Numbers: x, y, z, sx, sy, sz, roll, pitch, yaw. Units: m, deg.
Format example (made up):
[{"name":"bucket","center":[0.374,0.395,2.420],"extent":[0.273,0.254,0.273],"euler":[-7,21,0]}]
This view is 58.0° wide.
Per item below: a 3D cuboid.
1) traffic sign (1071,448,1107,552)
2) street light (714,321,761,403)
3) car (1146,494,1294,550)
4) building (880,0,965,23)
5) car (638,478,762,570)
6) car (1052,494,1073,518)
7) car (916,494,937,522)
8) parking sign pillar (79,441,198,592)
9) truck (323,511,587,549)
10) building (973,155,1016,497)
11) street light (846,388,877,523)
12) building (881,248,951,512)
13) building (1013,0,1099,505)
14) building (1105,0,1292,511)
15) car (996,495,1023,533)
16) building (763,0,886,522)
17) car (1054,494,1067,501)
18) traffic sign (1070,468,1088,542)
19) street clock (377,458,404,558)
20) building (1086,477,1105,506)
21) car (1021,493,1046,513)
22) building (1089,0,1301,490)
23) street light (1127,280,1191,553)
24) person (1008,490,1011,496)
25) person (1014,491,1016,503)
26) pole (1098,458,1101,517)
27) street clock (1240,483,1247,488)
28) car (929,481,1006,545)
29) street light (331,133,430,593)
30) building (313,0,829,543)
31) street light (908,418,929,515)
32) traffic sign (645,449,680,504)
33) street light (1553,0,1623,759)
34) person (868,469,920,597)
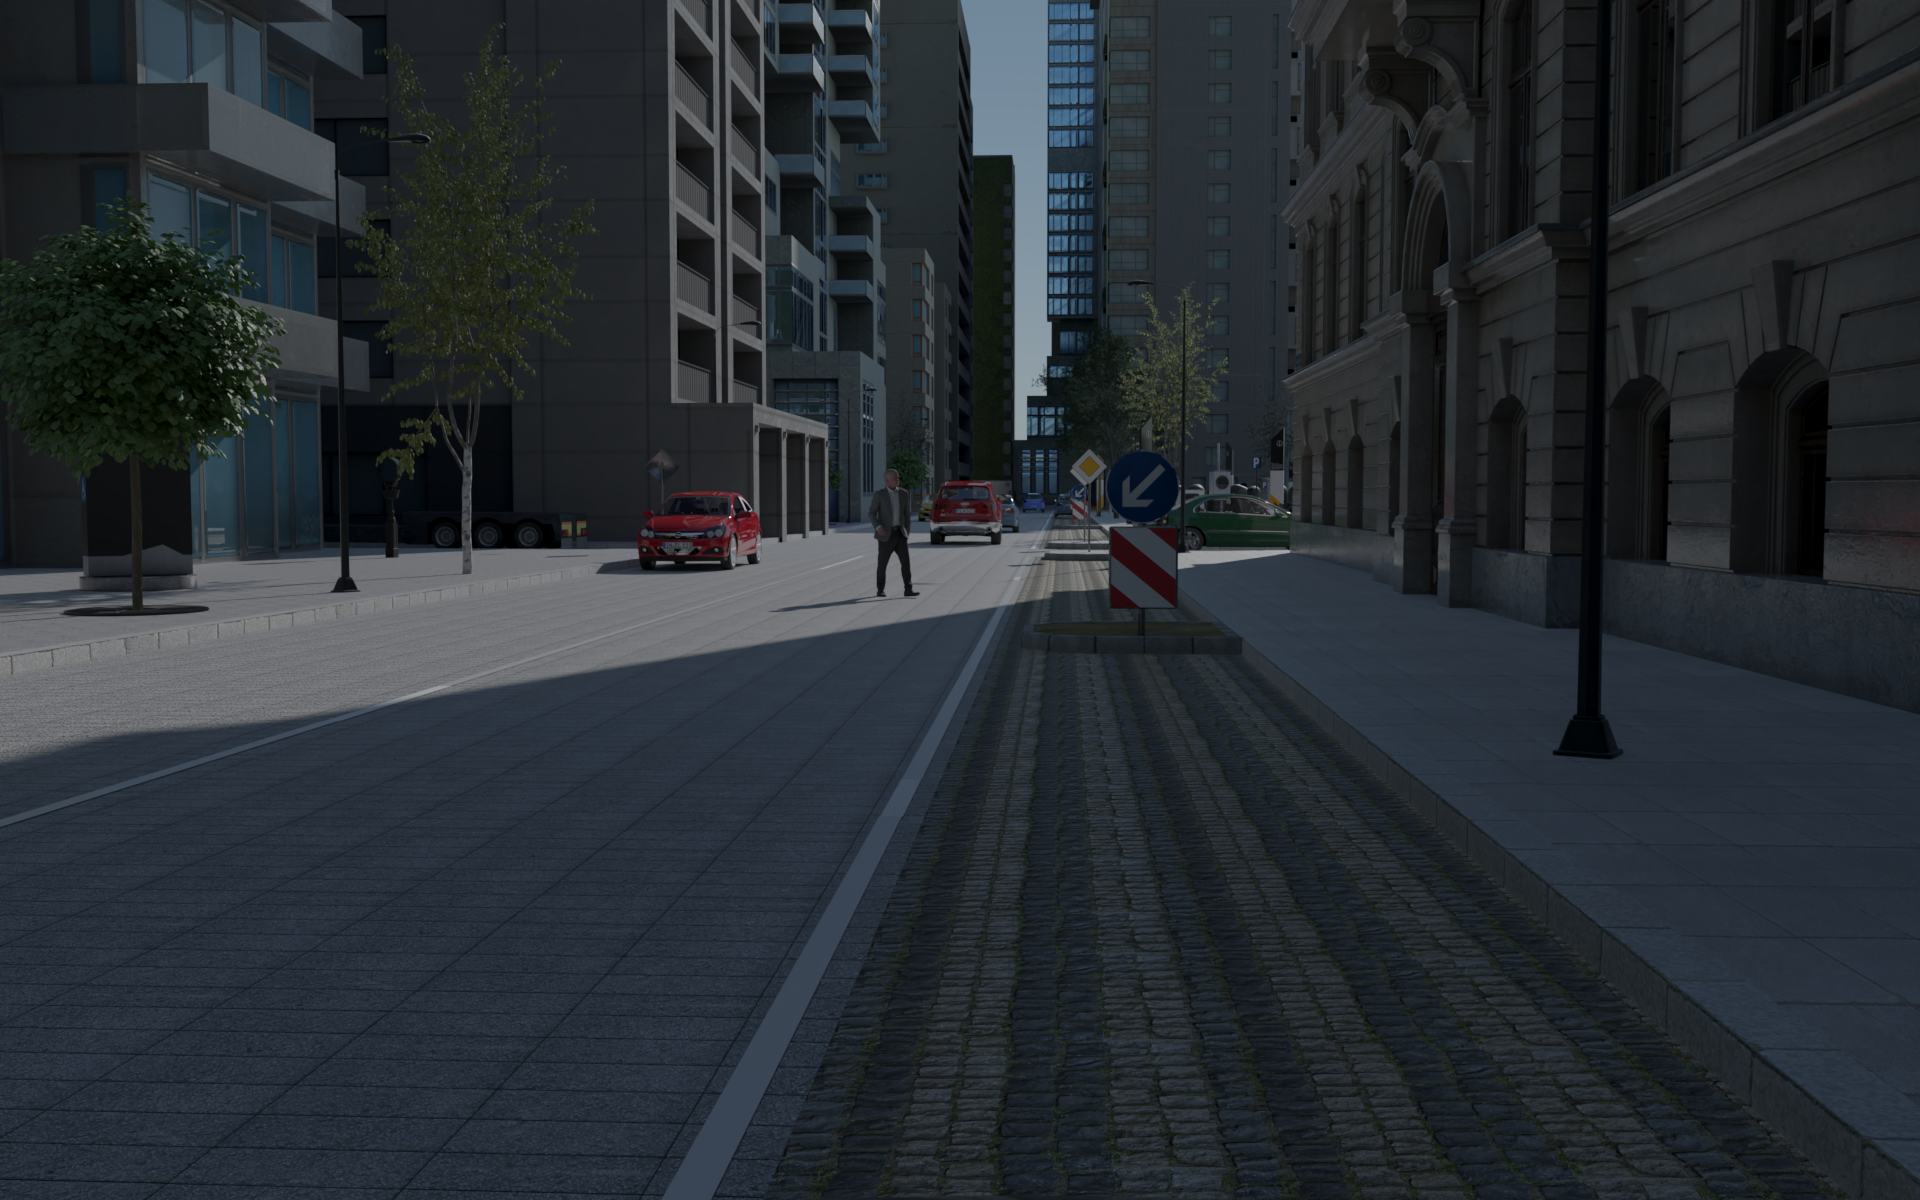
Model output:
[{"name":"traffic sign","center":[2.853,-2.116,38.246],"extent":[0.795,2.450,0.064],"euler":[0,4,3]},{"name":"street light","center":[-6.036,-4.530,46.606],"extent":[1.470,5.913,1.316],"euler":[0,4,3]},{"name":"car","center":[6.796,-1.827,41.670],"extent":[4.920,1.459,2.131],"euler":[0,4,2]},{"name":"building","center":[-10.198,-32.906,161.722],"extent":[21.300,48.544,21.600],"euler":[0,4,3]},{"name":"car","center":[-5.084,-1.535,34.137],"extent":[2.155,1.783,4.494],"euler":[0,4,3]},{"name":"car","center":[6.561,-5.652,104.417],"extent":[2.014,1.417,4.499],"euler":[0,4,3]},{"name":"car","center":[-1.270,-4.941,91.001],"extent":[2.015,1.641,3.980],"euler":[0,4,2]},{"name":"parking sign pillar","center":[-11.107,-2.131,23.315],"extent":[1.447,3.967,1.447],"euler":[-2,4,-35]},{"name":"truck","center":[-19.098,-3.329,44.193],"extent":[18.799,4.110,2.967],"euler":[0,4,3]},{"name":"building","center":[-0.275,-32.316,211.953],"extent":[14.086,41.232,14.154],"euler":[0,4,3]},{"name":"street light","center":[-4.351,-6.344,76.260],"extent":[1.470,5.913,1.316],"euler":[0,4,3]},{"name":"building","center":[-15.401,-17.868,137.175],"extent":[27.650,21.520,28.899],"euler":[0,4,3]},{"name":"building","center":[22.473,-55.089,213.383],"extent":[31.000,86.520,22.319],"euler":[0,4,3]},{"name":"building","center":[18.849,-27.921,140.101],"extent":[14.154,41.232,14.086],"euler":[0,4,3]},{"name":"car","center":[1.367,-3.264,65.364],"extent":[2.014,1.417,4.499],"euler":[0,4,3]},{"name":"building","center":[-14.715,-47.653,91.797],"extent":[22.319,86.520,31.000],"euler":[0,4,3]},{"name":"car","center":[8.014,-7.275,129.170],"extent":[2.015,1.641,3.980],"euler":[0,4,2]},{"name":"traffic sign","center":[3.324,-2.604,46.218],"extent":[0.795,2.450,0.064],"euler":[0,4,3]},{"name":"street clock","center":[-11.472,-1.856,34.923],"extent":[0.471,2.002,0.358],"euler":[1,4,13]},{"name":"building","center":[23.784,-45.617,184.095],"extent":[20.563,71.187,20.611],"euler":[0,4,3]},{"name":"car","center":[5.707,-7.630,134.335],"extent":[1.945,1.707,3.694],"euler":[0,4,2]},{"name":"building","center":[26.469,-34.914,160.088],"extent":[28.713,52.752,27.495],"euler":[0,4,3]},{"name":"street light","center":[4.328,-3.988,37.742],"extent":[1.470,5.913,1.316],"euler":[0,4,3]},{"name":"person","center":[5.172,-10.421,178.872],"extent":[0.705,1.826,1.348],"euler":[1,4,18]},{"name":"person","center":[6.354,-11.625,198.510],"extent":[0.705,1.831,1.348],"euler":[0,4,2]},{"name":"pole","center":[7.866,-6.343,97.557],"extent":[0.158,3.312,0.155],"euler":[0,3,0]},{"name":"street clock","center":[18.447,-6.620,112.806],"extent":[0.471,2.002,0.358],"euler":[-2,4,-30]},{"name":"car","center":[0.210,-2.565,50.609],"extent":[2.281,1.827,5.304],"euler":[0,4,2]},{"name":"street light","center":[-7.518,-3.056,22.501],"extent":[1.470,5.913,1.316],"euler":[0,4,3]},{"name":"building","center":[-15.103,-37.734,55.208],"extent":[20.563,71.187,20.611],"euler":[0,4,3]},{"name":"street light","center":[-2.565,-8.153,105.848],"extent":[1.470,5.913,1.316],"euler":[0,4,3]},{"name":"traffic sign","center":[-6.673,-2.152,38.827],"extent":[0.795,2.450,0.064],"euler":[0,4,3]},{"name":"street light","center":[2.561,-2.194,8.409],"extent":[1.470,5.913,1.316],"euler":[0,4,3]},{"name":"person","center":[-0.902,-0.925,24.022],"extent":[0.661,1.777,0.834],"euler":[-3,4,-36]}]
